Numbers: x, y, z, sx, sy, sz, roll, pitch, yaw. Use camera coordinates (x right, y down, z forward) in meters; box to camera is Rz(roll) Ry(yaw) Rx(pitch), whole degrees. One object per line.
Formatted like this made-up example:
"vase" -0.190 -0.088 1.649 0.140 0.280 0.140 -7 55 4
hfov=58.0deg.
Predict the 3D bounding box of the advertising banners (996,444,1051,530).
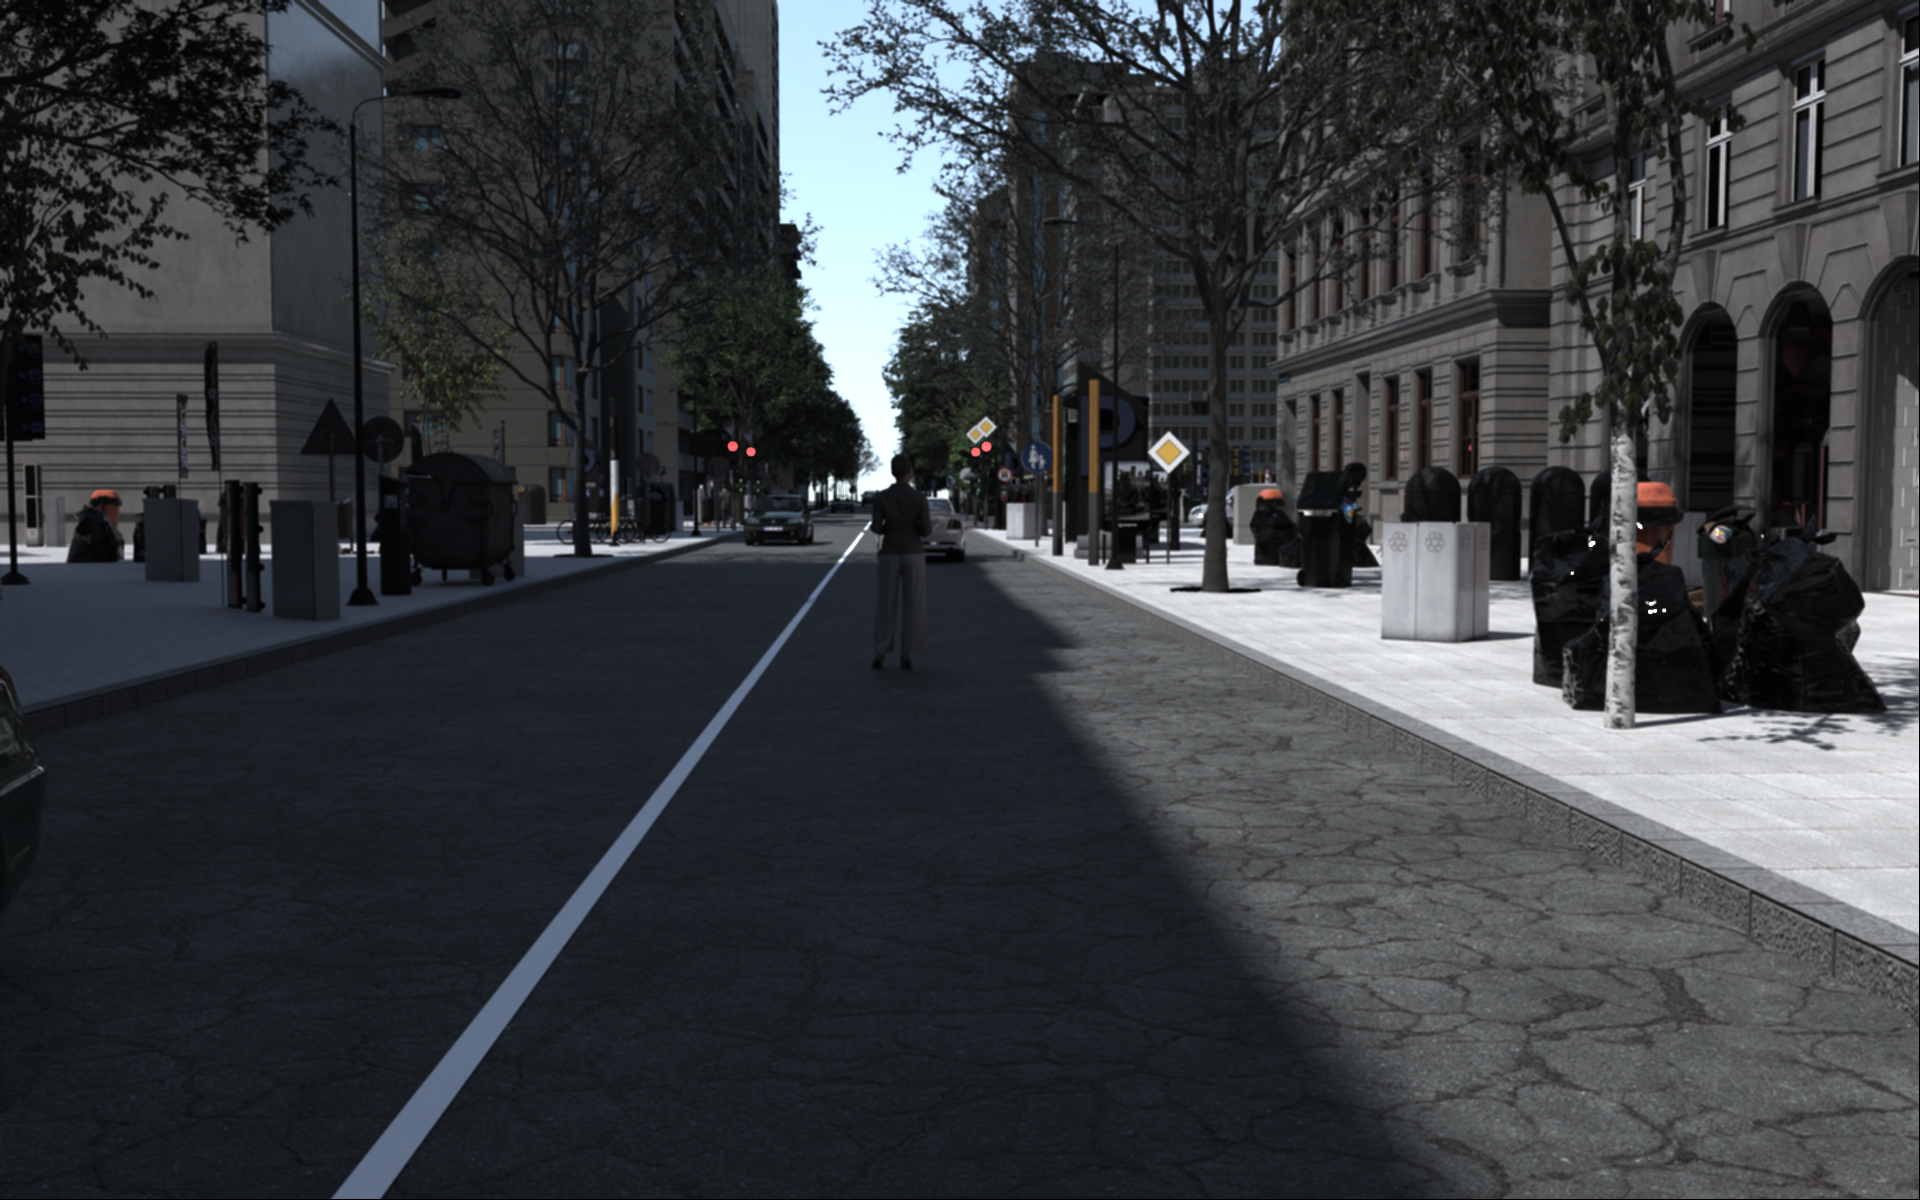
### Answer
"advertising banners" 2.246 -3.976 61.203 2.074 3.025 0.090 2 4 23

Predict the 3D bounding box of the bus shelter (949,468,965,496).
"bus shelter" 0.010 -9.958 140.448 2.179 5.291 8.768 0 4 -2

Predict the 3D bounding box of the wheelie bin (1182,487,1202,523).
"wheelie bin" 10.377 -4.276 77.828 0.980 1.594 0.693 -3 4 -36

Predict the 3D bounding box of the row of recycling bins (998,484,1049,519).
"row of recycling bins" 2.468 -3.998 72.478 1.069 1.692 3.534 2 4 25

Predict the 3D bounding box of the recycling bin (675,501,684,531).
"recycling bin" -10.130 -2.942 60.651 0.722 1.027 0.722 1 4 11

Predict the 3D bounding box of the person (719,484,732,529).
"person" -8.934 -3.522 66.052 0.622 1.834 0.822 -1 4 -17

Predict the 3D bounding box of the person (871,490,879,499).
"person" -8.493 -10.373 177.726 1.348 1.869 0.705 -3 4 -36

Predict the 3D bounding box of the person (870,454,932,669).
"person" -0.473 -0.316 14.222 0.519 1.759 0.362 0 4 6

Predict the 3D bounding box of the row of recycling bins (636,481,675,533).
"row of recycling bins" -10.194 -3.105 57.877 1.069 1.692 3.534 0 4 -1

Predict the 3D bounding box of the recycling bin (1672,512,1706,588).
"recycling bin" 9.734 -0.690 23.839 0.722 1.027 0.722 -2 4 -28

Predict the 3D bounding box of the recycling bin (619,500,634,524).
"recycling bin" -14.510 -3.816 74.952 0.722 1.027 0.722 -1 4 -19

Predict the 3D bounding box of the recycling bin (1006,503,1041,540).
"recycling bin" 1.796 -2.222 48.887 0.722 1.027 0.722 -3 5 -41

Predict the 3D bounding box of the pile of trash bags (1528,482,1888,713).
"pile of trash bags" 4.815 -0.116 11.648 1.912 1.369 3.447 1 4 12

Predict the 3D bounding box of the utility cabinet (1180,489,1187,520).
"utility cabinet" 10.971 -4.564 83.296 0.318 1.500 1.173 2 4 32

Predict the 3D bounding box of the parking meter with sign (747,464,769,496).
"parking meter with sign" -11.612 -6.173 97.188 1.738 3.016 0.543 -1 4 -15

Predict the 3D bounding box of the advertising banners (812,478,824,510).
"advertising banners" -11.662 -8.929 142.170 0.090 3.025 2.074 -2 4 -31

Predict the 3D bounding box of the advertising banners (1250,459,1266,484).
"advertising banners" 14.846 -5.543 86.815 0.090 3.025 2.074 2 4 28

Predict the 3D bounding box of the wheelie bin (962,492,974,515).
"wheelie bin" 0.560 -6.061 107.006 0.693 1.594 0.980 2 4 25

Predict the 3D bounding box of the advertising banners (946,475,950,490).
"advertising banners" -0.421 -7.576 120.056 0.090 3.025 2.074 2 4 34

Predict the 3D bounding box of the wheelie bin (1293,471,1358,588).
"wheelie bin" 5.069 -0.984 23.995 0.980 1.594 0.693 3 4 38

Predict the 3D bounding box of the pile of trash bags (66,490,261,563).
"pile of trash bags" -15.294 -1.433 33.177 3.447 1.369 1.912 0 4 -3

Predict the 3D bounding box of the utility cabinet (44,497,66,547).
"utility cabinet" -22.094 -1.904 42.290 0.306 1.237 1.020 -1 4 -18

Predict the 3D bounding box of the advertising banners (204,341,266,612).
"advertising banners" -8.168 -1.422 19.442 0.090 3.025 2.074 -3 4 -37

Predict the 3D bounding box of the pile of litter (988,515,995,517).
"pile of litter" 1.813 -5.172 98.522 1.176 0.858 1.719 -2 4 -24

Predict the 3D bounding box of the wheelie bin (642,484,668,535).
"wheelie bin" -9.584 -2.843 54.395 0.693 1.594 0.980 -2 4 -34

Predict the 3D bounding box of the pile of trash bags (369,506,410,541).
"pile of trash bags" -14.345 -2.266 46.805 3.447 1.369 1.912 2 4 34

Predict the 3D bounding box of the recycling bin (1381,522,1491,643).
"recycling bin" 4.215 -0.171 15.345 0.722 1.027 0.722 3 5 41

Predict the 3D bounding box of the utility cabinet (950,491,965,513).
"utility cabinet" -0.088 -6.622 116.956 1.173 1.500 0.318 1 4 15

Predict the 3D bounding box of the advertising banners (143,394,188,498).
"advertising banners" -13.582 -2.051 29.729 0.090 3.025 2.074 0 4 -5

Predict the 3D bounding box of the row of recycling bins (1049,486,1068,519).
"row of recycling bins" 5.570 -4.871 86.752 1.069 1.692 3.534 -3 5 -43

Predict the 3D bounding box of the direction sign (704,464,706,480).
"direction sign" -16.071 -7.210 109.885 0.379 3.537 0.876 -2 4 -27

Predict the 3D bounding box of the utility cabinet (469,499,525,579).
"utility cabinet" -7.123 -0.947 26.648 0.306 1.237 1.020 1 4 23

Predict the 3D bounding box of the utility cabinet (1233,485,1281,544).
"utility cabinet" 7.513 -2.152 43.856 1.173 1.500 0.318 -1 4 -17

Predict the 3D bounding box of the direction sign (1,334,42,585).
"direction sign" -13.443 -1.990 24.533 0.876 3.537 0.379 -2 4 -30

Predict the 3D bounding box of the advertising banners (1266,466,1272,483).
"advertising banners" 18.714 -6.895 108.920 0.090 3.025 2.074 -3 5 -41

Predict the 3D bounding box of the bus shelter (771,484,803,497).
"bus shelter" -11.758 -7.411 115.085 2.014 3.302 5.546 0 4 -2

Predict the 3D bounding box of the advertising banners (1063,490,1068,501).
"advertising banners" 4.178 -3.948 60.740 2.074 3.025 0.090 -2 4 -30

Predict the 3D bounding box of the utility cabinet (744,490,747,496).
"utility cabinet" -12.349 -5.742 102.562 1.173 1.500 0.318 0 4 -6

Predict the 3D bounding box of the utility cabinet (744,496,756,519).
"utility cabinet" -8.901 -3.796 73.220 0.306 1.237 1.020 1 4 12

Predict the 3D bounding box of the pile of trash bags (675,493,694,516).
"pile of trash bags" -16.659 -5.807 104.704 1.912 1.369 3.447 1 4 15

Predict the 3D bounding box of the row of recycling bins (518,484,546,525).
"row of recycling bins" -18.078 -4.048 73.297 1.069 1.692 3.534 -1 4 -19

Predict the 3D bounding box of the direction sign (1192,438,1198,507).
"direction sign" 9.593 -4.816 70.736 0.379 3.537 0.876 1 4 20

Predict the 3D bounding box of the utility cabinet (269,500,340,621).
"utility cabinet" -6.785 -0.415 17.952 0.306 1.237 1.020 -3 5 -44

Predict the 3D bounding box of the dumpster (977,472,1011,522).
"dumpster" 1.503 -4.584 77.446 1.502 2.255 1.985 0 4 -2

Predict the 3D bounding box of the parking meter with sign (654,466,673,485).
"parking meter with sign" -18.321 -6.874 108.656 0.543 3.016 1.738 1 4 20

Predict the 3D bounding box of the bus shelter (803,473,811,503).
"bus shelter" -12.580 -8.624 134.927 2.014 3.302 5.546 0 4 -2

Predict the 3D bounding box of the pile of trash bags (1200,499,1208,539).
"pile of trash bags" 7.918 -2.439 49.627 1.912 1.369 3.447 0 4 4

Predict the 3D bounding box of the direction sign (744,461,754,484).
"direction sign" -12.071 -6.562 99.291 0.876 3.537 0.379 0 4 -4

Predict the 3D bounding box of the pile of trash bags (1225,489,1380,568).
"pile of trash bags" 6.173 -1.332 31.537 1.912 1.369 3.447 -1 4 -13

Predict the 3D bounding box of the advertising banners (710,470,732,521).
"advertising banners" -11.280 -5.283 82.572 0.090 3.025 2.074 2 4 26

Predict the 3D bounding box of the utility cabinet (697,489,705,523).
"utility cabinet" -11.420 -4.102 75.752 0.318 1.500 1.173 0 4 1

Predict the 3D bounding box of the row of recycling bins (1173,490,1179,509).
"row of recycling bins" 12.728 -6.493 113.272 3.534 1.692 1.069 -2 4 -29

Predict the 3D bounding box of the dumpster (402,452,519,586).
"dumpster" -7.128 -1.163 24.779 1.264 1.857 1.865 0 4 -2

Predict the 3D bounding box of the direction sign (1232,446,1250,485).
"direction sign" 13.200 -5.470 81.438 0.876 3.537 0.379 2 4 24

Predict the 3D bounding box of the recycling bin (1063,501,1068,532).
"recycling bin" 3.984 -2.871 59.493 0.722 1.027 0.722 2 4 23

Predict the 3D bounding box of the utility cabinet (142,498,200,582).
"utility cabinet" -11.660 -0.885 25.625 1.020 1.237 0.306 2 4 35

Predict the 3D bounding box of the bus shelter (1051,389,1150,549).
"bus shelter" 3.347 -3.100 41.973 1.731 3.624 6.357 0 4 -2

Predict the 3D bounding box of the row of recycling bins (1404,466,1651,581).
"row of recycling bins" 8.436 -1.141 25.765 3.534 1.692 1.069 1 4 9
